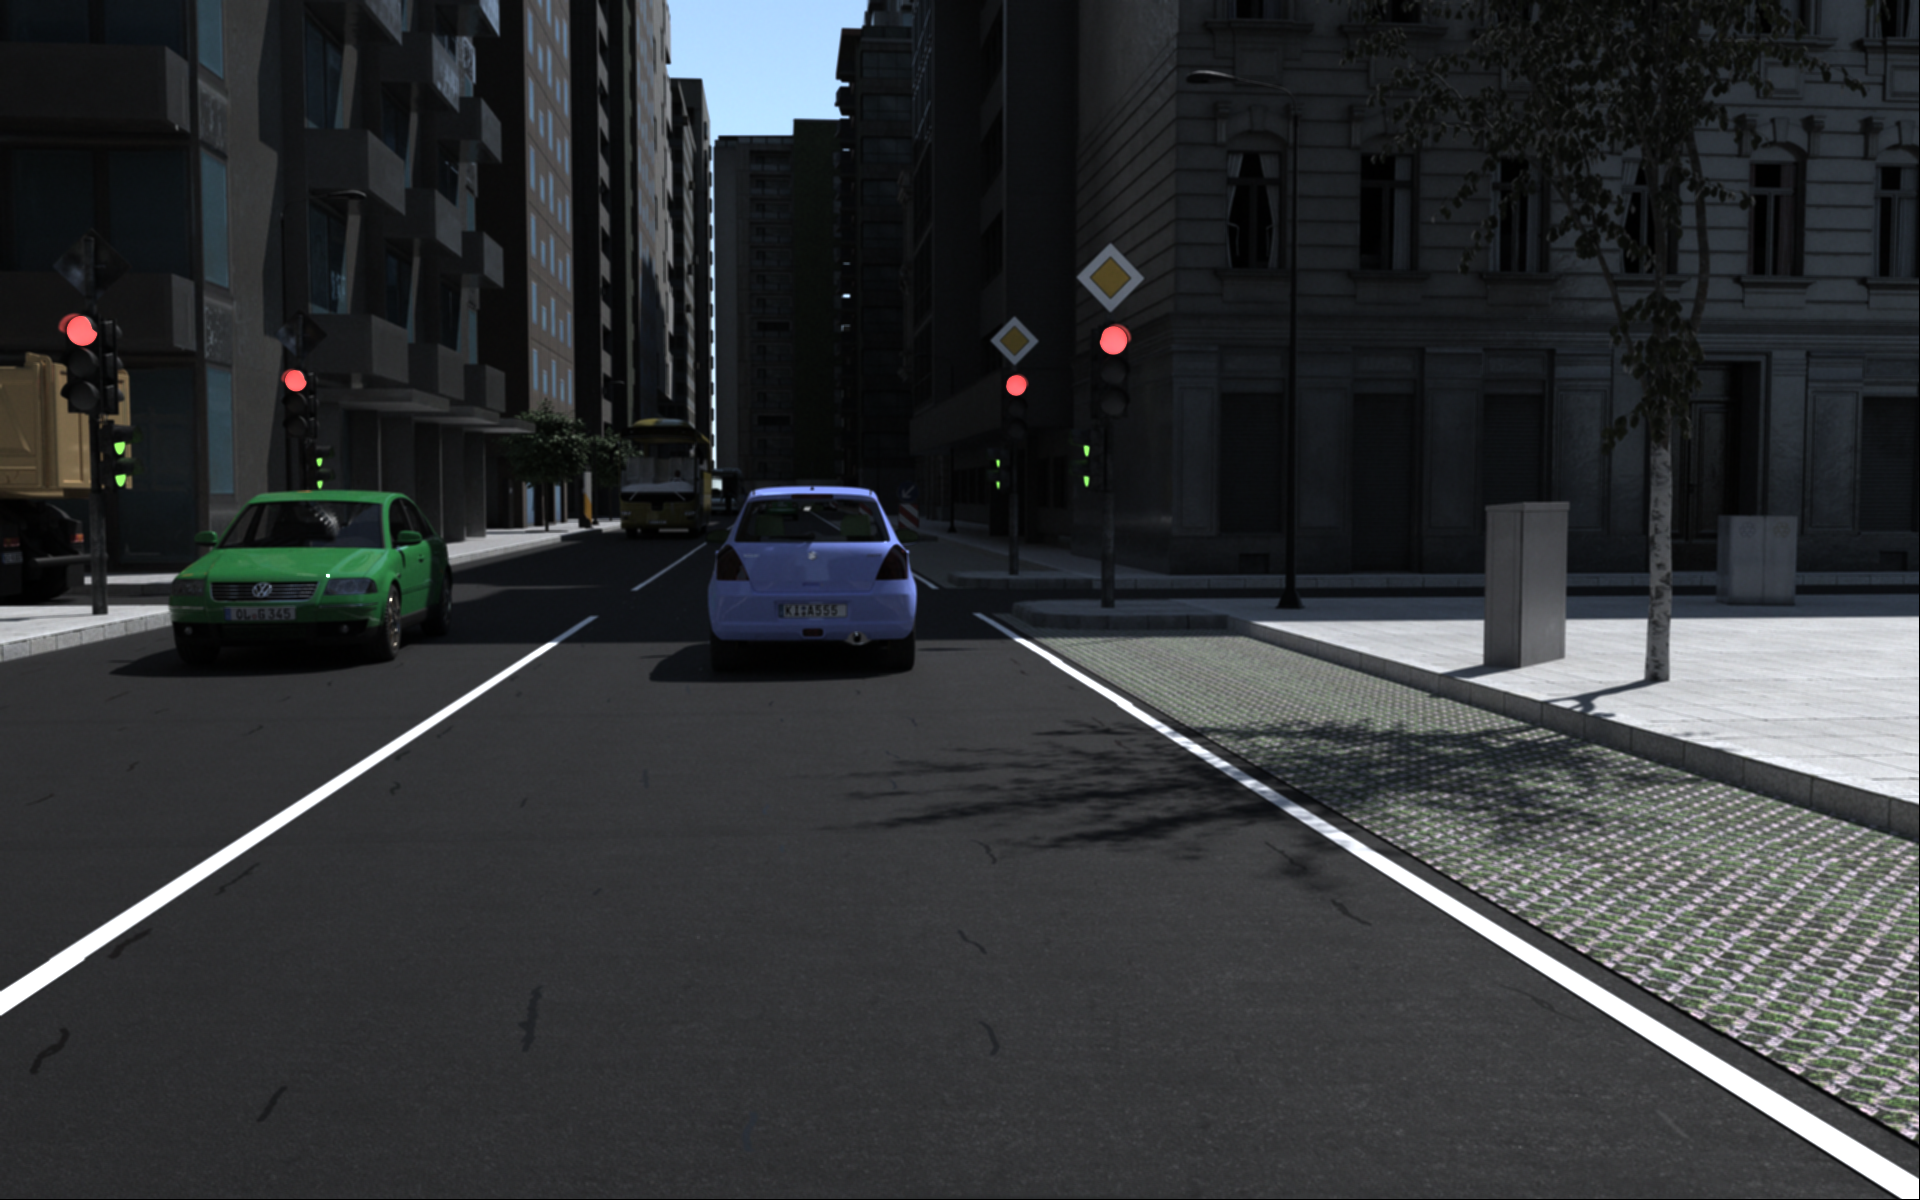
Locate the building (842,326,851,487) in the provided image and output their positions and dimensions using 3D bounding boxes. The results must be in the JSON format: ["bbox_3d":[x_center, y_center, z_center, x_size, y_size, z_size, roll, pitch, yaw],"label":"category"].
[{"bbox_3d":[0.894,-21.793,201.347,28.899,21.520,27.650,0,4,-6],"label":"building"}]

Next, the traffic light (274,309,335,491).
[{"bbox_3d":[-9.968,-2.286,26.289,0.839,4.253,0.868,0,4,-6],"label":"traffic light"}]

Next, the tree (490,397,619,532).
[{"bbox_3d":[-14.109,-4.584,58.664,4.285,4.588,4.351,0,3,0],"label":"tree"}]

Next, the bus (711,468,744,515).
[{"bbox_3d":[-16.635,-7.728,121.207,2.948,3.499,13.247,0,4,-5],"label":"bus"}]

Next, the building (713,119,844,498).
[{"bbox_3d":[-20.054,-31.084,191.809,14.086,41.232,14.154,0,4,-6],"label":"building"}]

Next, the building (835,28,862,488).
[{"bbox_3d":[-0.548,-31.162,164.117,22.147,44.769,28.867,0,4,-6],"label":"building"}]

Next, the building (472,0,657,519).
[{"bbox_3d":[-26.317,-27.928,106.739,14.600,45.320,14.200,0,4,-6],"label":"building"}]

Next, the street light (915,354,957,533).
[{"bbox_3d":[-0.801,-5.193,57.454,1.470,5.913,1.316,0,4,-6],"label":"street light"}]

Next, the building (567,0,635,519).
[{"bbox_3d":[-24.990,-19.565,91.584,14.160,30.474,14.107,0,4,-6],"label":"building"}]

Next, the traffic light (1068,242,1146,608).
[{"bbox_3d":[1.653,-1.868,19.470,0.839,4.253,0.868,0,4,-6],"label":"traffic light"}]

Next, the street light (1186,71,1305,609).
[{"bbox_3d":[3.177,-2.857,19.257,1.470,5.913,1.316,0,4,-6],"label":"street light"}]

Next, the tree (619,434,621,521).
[{"bbox_3d":[-16.756,-6.055,82.710,4.285,4.588,4.351,0,3,0],"label":"tree"}]

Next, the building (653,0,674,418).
[{"bbox_3d":[-35.249,-32.861,126.513,28.713,52.752,27.495,0,4,-6],"label":"building"}]

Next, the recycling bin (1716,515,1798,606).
[{"bbox_3d":[9.302,-0.470,20.241,0.722,1.027,0.722,1,4,12],"label":"recycling bin"}]

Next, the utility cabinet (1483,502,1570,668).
[{"bbox_3d":[4.311,-0.124,13.197,0.306,1.237,1.020,3,4,37],"label":"utility cabinet"}]

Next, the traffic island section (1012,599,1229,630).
[{"bbox_3d":[1.694,0.165,19.588,2.009,0.180,2.903,0,4,-6],"label":"traffic island section"}]

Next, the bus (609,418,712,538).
[{"bbox_3d":[-10.087,-4.181,59.909,2.896,3.916,12.252,0,4,-6],"label":"bus"}]

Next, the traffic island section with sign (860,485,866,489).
[{"bbox_3d":[-4.505,-4.353,79.802,1.989,1.847,2.006,0,4,-6],"label":"traffic island section with sign"}]

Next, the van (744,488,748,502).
[{"bbox_3d":[-20.499,-9.437,158.670,2.240,2.365,5.245,0,4,-7],"label":"van"}]

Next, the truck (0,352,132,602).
[{"bbox_3d":[-16.001,-1.593,21.966,9.791,3.379,3.469,0,4,-4],"label":"truck"}]

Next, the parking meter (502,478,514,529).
[{"bbox_3d":[-16.530,-3.527,63.375,0.255,1.863,0.399,1,4,18],"label":"parking meter"}]

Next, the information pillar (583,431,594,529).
[{"bbox_3d":[-13.834,-4.465,64.349,0.183,3.616,0.504,1,4,14],"label":"information pillar"}]

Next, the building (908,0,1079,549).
[{"bbox_3d":[6.561,-14.323,53.246,14.314,24.678,30.058,0,4,-6],"label":"building"}]

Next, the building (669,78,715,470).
[{"bbox_3d":[-38.735,-34.841,193.356,21.600,48.544,21.300,0,4,-6],"label":"building"}]

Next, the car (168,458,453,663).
[{"bbox_3d":[-5.911,-0.449,16.145,1.959,1.807,4.718,0,4,-8],"label":"car"}]

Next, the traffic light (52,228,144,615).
[{"bbox_3d":[-9.149,-1.800,18.346,0.839,4.253,0.868,0,4,-6],"label":"traffic light"}]

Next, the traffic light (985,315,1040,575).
[{"bbox_3d":[0.835,-2.354,27.414,0.839,4.253,0.868,0,4,-6],"label":"traffic light"}]

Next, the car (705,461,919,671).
[{"bbox_3d":[-1.310,-0.356,15.414,1.945,1.707,3.694,0,4,-5],"label":"car"}]

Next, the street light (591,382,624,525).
[{"bbox_3d":[-14.566,-6.060,71.622,1.470,5.913,1.316,0,4,-6],"label":"street light"}]

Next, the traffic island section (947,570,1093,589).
[{"bbox_3d":[0.876,-0.321,27.532,2.009,0.180,2.903,0,4,-6],"label":"traffic island section"}]

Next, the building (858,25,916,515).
[{"bbox_3d":[0.385,-20.785,111.542,14.160,30.474,14.107,0,4,-6],"label":"building"}]

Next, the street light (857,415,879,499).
[{"bbox_3d":[-5.350,-7.899,101.687,1.470,5.913,1.316,0,4,-6],"label":"street light"}]

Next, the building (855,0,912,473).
[{"bbox_3d":[3.995,-31.491,134.484,23.786,49.044,30.456,0,4,-6],"label":"building"}]

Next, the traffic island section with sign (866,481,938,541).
[{"bbox_3d":[-1.741,-2.710,52.944,1.989,1.847,2.006,0,4,-6],"label":"traffic island section with sign"}]

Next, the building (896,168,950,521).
[{"bbox_3d":[4.189,-16.295,85.503,14.460,24.649,34.723,0,4,-6],"label":"building"}]

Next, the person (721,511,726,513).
[{"bbox_3d":[-17.891,-7.487,130.896,0.705,1.826,1.348,1,4,15],"label":"person"}]

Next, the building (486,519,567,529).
[{"bbox_3d":[-23.457,-25.624,69.059,14.600,45.320,14.200,0,4,-6],"label":"building"}]

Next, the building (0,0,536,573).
[{"bbox_3d":[-23.073,-25.624,38.554,23.786,49.044,30.456,0,4,-6],"label":"building"}]

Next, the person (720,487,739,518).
[{"bbox_3d":[-13.907,-5.872,104.140,0.705,1.869,1.348,3,5,45],"label":"person"}]

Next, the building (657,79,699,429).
[{"bbox_3d":[-36.465,-28.588,159.301,23.993,40.220,32.217,0,4,-6],"label":"building"}]

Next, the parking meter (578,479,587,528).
[{"bbox_3d":[-14.366,-3.698,66.181,0.399,1.863,0.255,-2,4,-24],"label":"parking meter"}]

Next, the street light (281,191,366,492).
[{"bbox_3d":[-9.808,-3.310,26.663,1.470,5.913,1.316,0,4,-6],"label":"street light"}]

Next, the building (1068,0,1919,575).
[{"bbox_3d":[11.695,-11.199,32.254,18.267,20.994,9.793,0,4,-6],"label":"building"}]

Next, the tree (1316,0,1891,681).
[{"bbox_3d":[4.569,-3.751,11.689,4.360,8.622,3.978,0,3,0],"label":"tree"}]
